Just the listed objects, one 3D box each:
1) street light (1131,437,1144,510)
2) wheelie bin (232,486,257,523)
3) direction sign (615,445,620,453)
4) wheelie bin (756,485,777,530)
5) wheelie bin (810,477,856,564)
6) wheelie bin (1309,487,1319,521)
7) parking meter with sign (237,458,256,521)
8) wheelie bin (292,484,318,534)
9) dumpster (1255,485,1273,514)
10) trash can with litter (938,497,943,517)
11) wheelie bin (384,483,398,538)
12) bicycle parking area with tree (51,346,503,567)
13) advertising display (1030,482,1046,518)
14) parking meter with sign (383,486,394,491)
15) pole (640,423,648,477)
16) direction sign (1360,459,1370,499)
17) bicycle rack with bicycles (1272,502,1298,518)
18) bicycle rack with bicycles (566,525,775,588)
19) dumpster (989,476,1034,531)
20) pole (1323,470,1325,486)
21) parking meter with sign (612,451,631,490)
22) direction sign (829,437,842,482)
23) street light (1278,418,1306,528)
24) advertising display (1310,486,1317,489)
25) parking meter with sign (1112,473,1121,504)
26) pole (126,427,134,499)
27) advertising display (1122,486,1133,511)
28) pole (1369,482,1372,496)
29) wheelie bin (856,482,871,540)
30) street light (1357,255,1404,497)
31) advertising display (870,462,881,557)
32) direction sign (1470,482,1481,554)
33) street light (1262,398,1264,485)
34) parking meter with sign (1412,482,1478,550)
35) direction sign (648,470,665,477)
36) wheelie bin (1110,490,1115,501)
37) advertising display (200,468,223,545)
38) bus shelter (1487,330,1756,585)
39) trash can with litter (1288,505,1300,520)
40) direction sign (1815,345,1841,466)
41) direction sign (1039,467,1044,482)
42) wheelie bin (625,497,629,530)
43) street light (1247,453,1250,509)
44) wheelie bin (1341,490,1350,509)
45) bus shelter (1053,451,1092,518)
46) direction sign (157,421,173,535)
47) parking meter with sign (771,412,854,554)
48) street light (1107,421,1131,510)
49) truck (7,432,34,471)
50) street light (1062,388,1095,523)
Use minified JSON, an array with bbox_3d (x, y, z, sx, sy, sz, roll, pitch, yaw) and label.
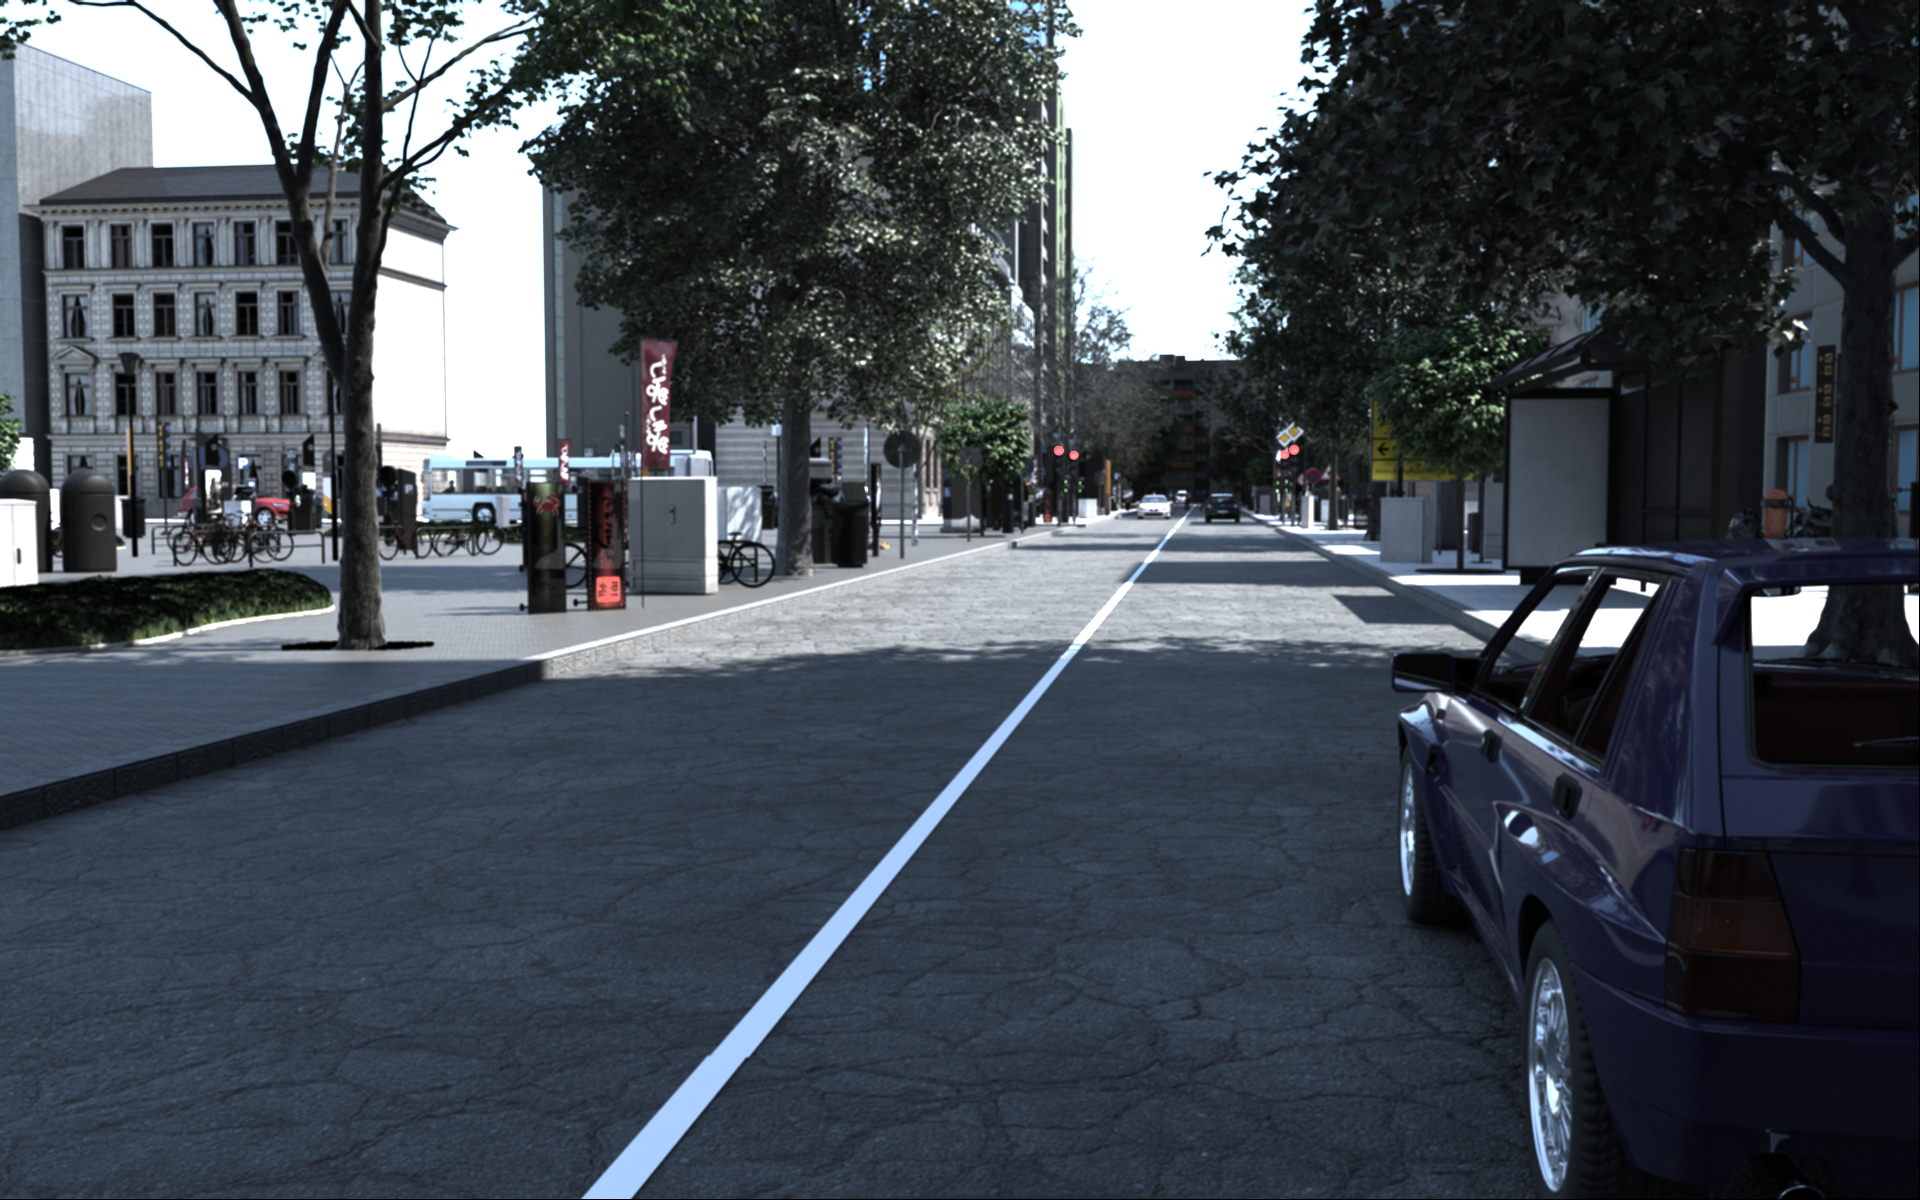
[{"bbox_3d":[14.531,-10.381,142.273,1.470,5.913,1.316,0,4,8],"label":"street light"},{"bbox_3d":[-28.385,-3.723,68.783,0.693,1.594,0.980,2,4,34],"label":"wheelie bin"},{"bbox_3d":[-15.611,-5.349,79.452,0.379,3.537,0.876,-2,4,-34],"label":"direction sign"},{"bbox_3d":[-7.011,-3.345,62.606,0.980,1.594,0.693,-2,4,-26],"label":"wheelie bin"},{"bbox_3d":[-2.558,-1.483,32.149,0.693,1.594,0.980,2,4,35],"label":"wheelie bin"},{"bbox_3d":[16.812,-4.539,82.114,0.693,1.594,0.980,-2,4,-24],"label":"wheelie bin"},{"bbox_3d":[-33.726,-5.254,82.164,0.543,3.016,1.738,-3,5,-39],"label":"parking meter with sign"},{"bbox_3d":[-20.895,-2.897,55.278,0.693,1.594,0.980,0,4,-6],"label":"wheelie bin"},{"bbox_3d":[19.679,-6.478,111.678,1.264,1.857,1.865,0,4,8],"label":"dumpster"},{"bbox_3d":[-0.421,-4.029,77.263,0.624,1.170,1.055,3,5,43],"label":"trash can with litter"},{"bbox_3d":[-15.748,-2.481,48.473,0.693,1.594,0.980,-2,4,-31],"label":"wheelie bin"},{"bbox_3d":[-14.352,-2.898,34.384,8.231,4.147,9.016,3,4,36],"label":"bicycle parking area with tree"},{"bbox_3d":[4.173,-5.432,94.022,0.974,1.923,0.123,1,4,9],"label":"advertising display"},{"bbox_3d":[-28.287,-5.461,85.549,1.738,3.016,0.543,-1,4,-22],"label":"parking meter with sign"},{"bbox_3d":[-7.759,-2.981,42.585,0.158,3.312,0.155,0,3,0],"label":"pole"},{"bbox_3d":[25.929,-7.260,110.696,0.876,3.537,0.379,-1,4,-20],"label":"direction sign"},{"bbox_3d":[17.902,-4.756,91.149,2.925,0.926,2.852,0,4,-2],"label":"bicycle rack with bicycles"},{"bbox_3d":[-3.907,-0.659,24.158,2.925,0.926,2.852,1,4,17],"label":"bicycle rack with bicycles"},{"bbox_3d":[1.785,-3.601,61.363,1.502,2.255,1.985,0,4,8],"label":"dumpster"},{"bbox_3d":[30.727,-9.314,146.121,0.158,3.312,0.155,0,3,0],"label":"pole"},{"bbox_3d":[-13.720,-4.497,69.788,0.543,3.016,1.738,1,4,15],"label":"parking meter with sign"},{"bbox_3d":[-4.985,-4.730,69.327,0.379,3.537,0.876,2,4,30],"label":"direction sign"},{"bbox_3d":[12.666,-5.739,66.366,1.470,5.913,1.316,0,4,8],"label":"street light"},{"bbox_3d":[27.165,-7.814,132.969,0.123,1.923,0.974,3,4,37],"label":"advertising display"},{"bbox_3d":[12.780,-8.946,142.527,0.543,3.016,1.738,1,4,19],"label":"parking meter with sign"},{"bbox_3d":[-25.411,-3.624,53.098,0.158,3.312,0.155,0,3,0],"label":"pole"},{"bbox_3d":[12.975,-7.887,134.172,0.974,1.923,0.123,-1,4,-22],"label":"advertising display"},{"bbox_3d":[28.183,-7.651,118.942,0.158,3.312,0.155,0,3,0],"label":"pole"},{"bbox_3d":[-2.788,-2.267,44.981,0.980,1.594,0.693,-1,4,-20],"label":"wheelie bin"},{"bbox_3d":[8.004,-3.734,33.595,1.470,5.913,1.316,0,4,8],"label":"street light"},{"bbox_3d":[-1.733,-1.867,35.739,0.123,1.923,0.974,0,4,3],"label":"advertising display"},{"bbox_3d":[11.237,-2.776,37.377,0.876,3.537,0.379,0,4,6],"label":"direction sign"},{"bbox_3d":[15.042,-6.795,83.634,1.470,5.913,1.316,0,4,8],"label":"street light"},{"bbox_3d":[11.164,-2.648,39.559,1.738,3.016,0.543,0,4,-5],"label":"parking meter with sign"},{"bbox_3d":[-10.443,-4.125,59.438,0.876,3.537,0.379,2,4,34],"label":"direction sign"},{"bbox_3d":[11.401,-7.626,132.595,0.693,1.594,0.980,3,5,39],"label":"wheelie bin"},{"bbox_3d":[-18.667,-2.326,43.242,0.123,1.923,0.974,0,4,0],"label":"advertising display"},{"bbox_3d":[8.112,-1.711,21.905,2.014,3.302,5.546,1,4,8],"label":"bus shelter"},{"bbox_3d":[17.418,-4.675,87.494,1.678,1.210,2.233,2,4,28],"label":"trash can with litter"},{"bbox_3d":[13.283,-2.094,26.241,0.379,3.537,0.876,-1,4,-17],"label":"direction sign"},{"bbox_3d":[6.610,-9.258,143.358,0.379,3.537,0.876,3,5,44],"label":"direction sign"},{"bbox_3d":[-7.434,-2.003,40.662,0.693,1.594,0.980,0,4,7],"label":"wheelie bin"},{"bbox_3d":[19.788,-8.798,116.393,1.470,5.913,1.316,0,4,8],"label":"street light"},{"bbox_3d":[32.125,-8.361,144.614,0.693,1.594,0.980,-3,4,-38],"label":"wheelie bin"},{"bbox_3d":[6.294,-6.436,96.514,1.731,3.624,6.357,0,4,8],"label":"bus shelter"},{"bbox_3d":[-24.918,-3.809,54.273,0.379,3.537,0.876,0,4,-1],"label":"direction sign"},{"bbox_3d":[-3.043,-2.450,36.318,1.738,3.016,0.543,-2,4,-30],"label":"parking meter with sign"},{"bbox_3d":[9.782,-8.324,108.638,1.470,5.913,1.316,0,4,8],"label":"street light"},{"bbox_3d":[-48.213,-5.520,79.157,11.283,4.237,2.839,0,4,7],"label":"truck"},{"bbox_3d":[5.185,-6.319,75.858,1.470,5.913,1.316,0,4,8],"label":"street light"}]
